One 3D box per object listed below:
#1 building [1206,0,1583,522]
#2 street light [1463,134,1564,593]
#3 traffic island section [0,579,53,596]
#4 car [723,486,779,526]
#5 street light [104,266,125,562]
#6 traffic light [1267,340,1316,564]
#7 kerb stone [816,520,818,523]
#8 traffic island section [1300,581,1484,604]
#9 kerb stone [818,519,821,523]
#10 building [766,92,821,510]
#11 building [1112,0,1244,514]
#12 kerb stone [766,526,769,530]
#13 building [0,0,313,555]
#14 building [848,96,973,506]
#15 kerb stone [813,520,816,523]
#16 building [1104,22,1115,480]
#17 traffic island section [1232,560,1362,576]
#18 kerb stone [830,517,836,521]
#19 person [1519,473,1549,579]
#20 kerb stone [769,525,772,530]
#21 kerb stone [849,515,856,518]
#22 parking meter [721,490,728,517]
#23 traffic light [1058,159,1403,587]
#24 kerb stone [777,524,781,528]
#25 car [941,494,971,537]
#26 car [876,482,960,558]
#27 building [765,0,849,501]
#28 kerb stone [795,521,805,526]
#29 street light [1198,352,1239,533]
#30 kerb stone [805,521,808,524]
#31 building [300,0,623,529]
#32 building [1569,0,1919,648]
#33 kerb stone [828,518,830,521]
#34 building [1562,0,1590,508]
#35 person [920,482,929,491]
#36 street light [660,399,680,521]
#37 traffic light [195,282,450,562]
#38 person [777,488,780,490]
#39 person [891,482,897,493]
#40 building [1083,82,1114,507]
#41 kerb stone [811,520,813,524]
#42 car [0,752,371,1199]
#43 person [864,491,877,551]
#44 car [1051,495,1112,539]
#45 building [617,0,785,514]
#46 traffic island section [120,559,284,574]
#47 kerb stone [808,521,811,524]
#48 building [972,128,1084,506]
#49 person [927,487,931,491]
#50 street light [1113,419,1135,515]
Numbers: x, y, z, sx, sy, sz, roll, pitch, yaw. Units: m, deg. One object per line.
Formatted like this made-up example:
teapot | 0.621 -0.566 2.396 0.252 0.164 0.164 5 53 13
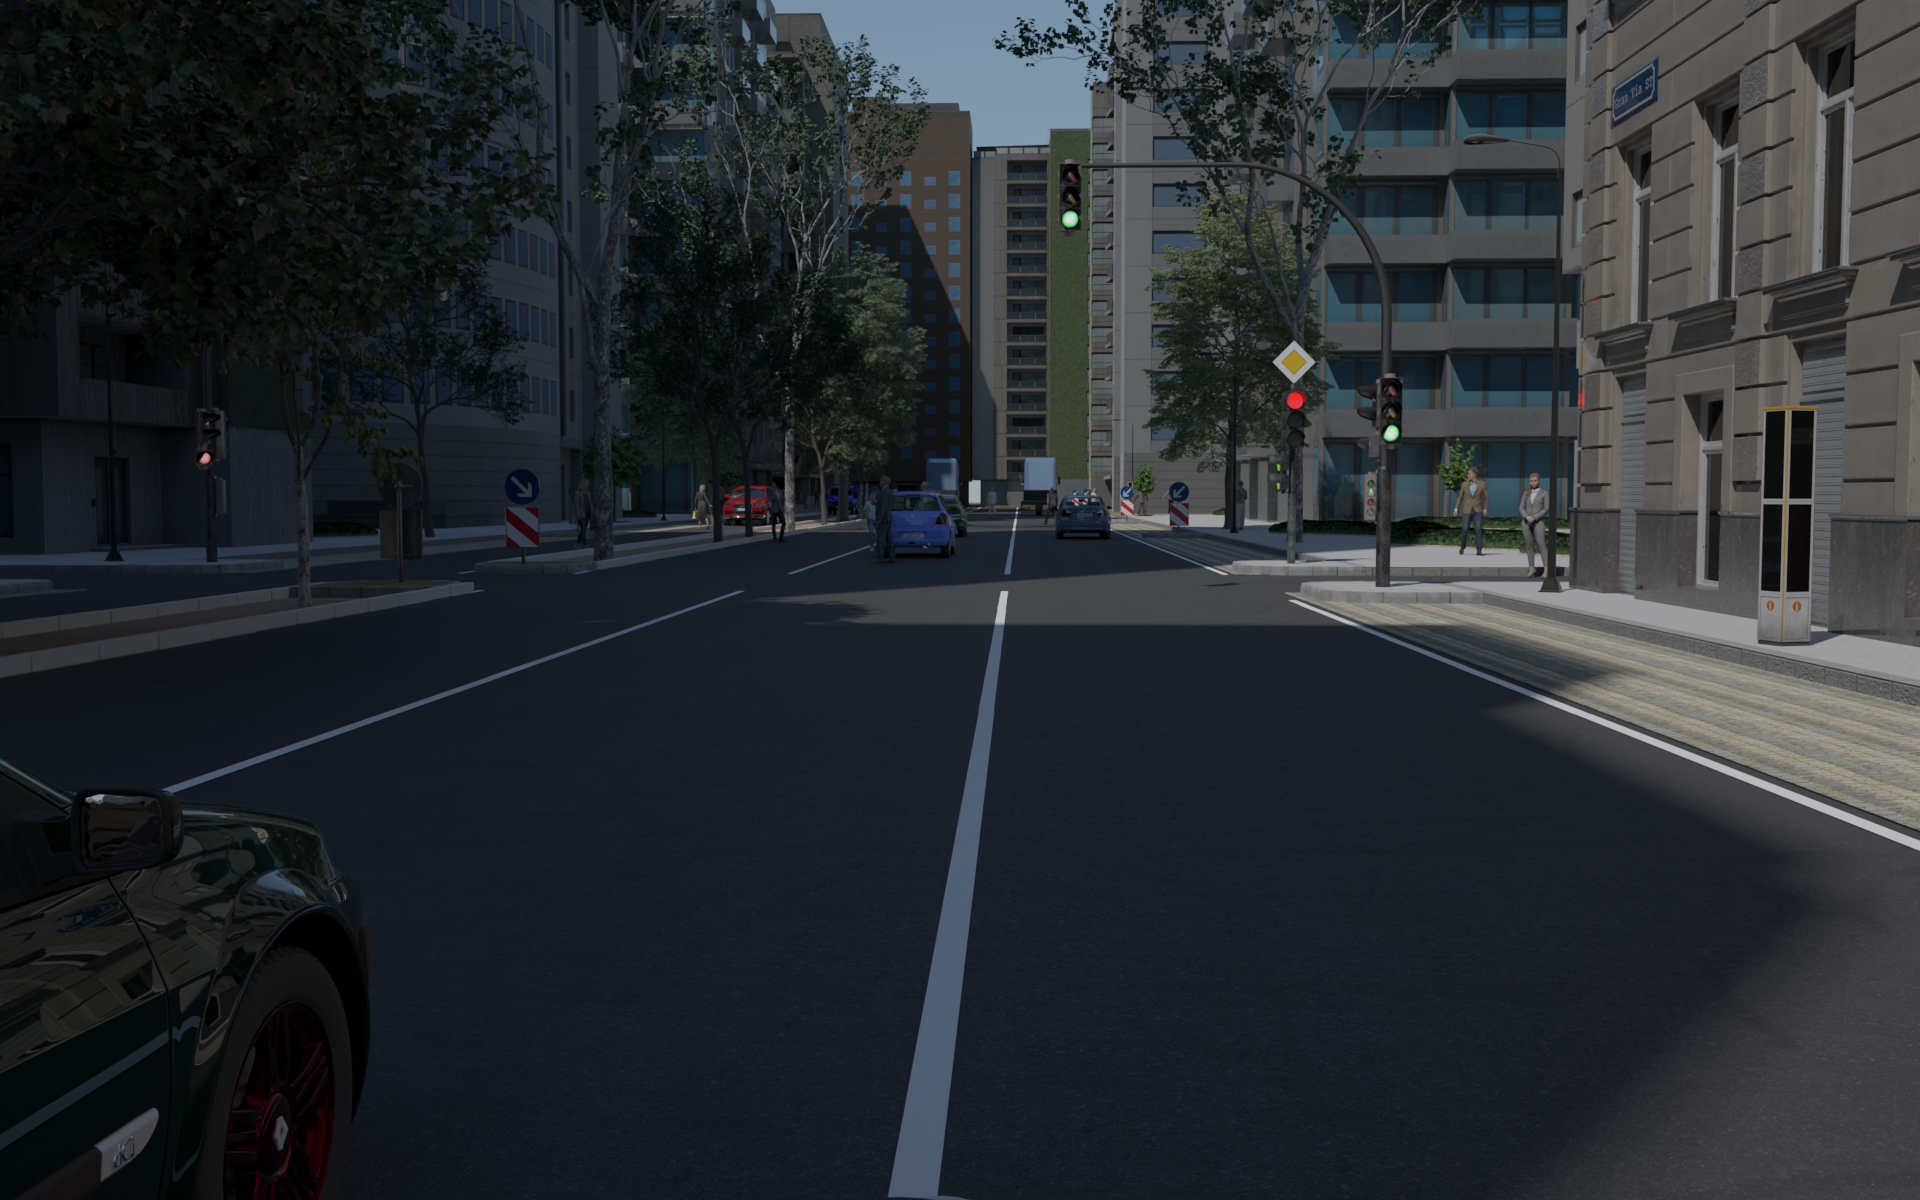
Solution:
building | 24.717 -28.298 82.289 23.786 49.044 30.456 0 4 2
street light | 7.200 -3.057 22.521 1.470 5.913 1.316 0 4 2
traffic island section | -14.379 -0.144 24.632 2.009 0.180 2.903 0 4 2
car | -9.598 -4.356 79.889 2.281 1.827 5.304 0 4 2
street light | -15.583 -3.686 32.814 1.470 5.913 1.316 0 4 2
traffic light | 6.086 -2.623 31.800 0.839 4.253 0.868 0 4 2
kerb stone | -7.173 -3.819 84.677 0.120 0.150 1.000 0 4 2
traffic island section | 5.850 -0.101 23.932 2.009 0.180 2.903 0 4 2
kerb stone | -7.136 -3.883 85.699 0.120 0.150 1.000 0 4 2
building | -28.528 -28.030 150.176 32.217 40.220 23.993 0 4 2
building | 21.620 -35.638 124.674 21.231 58.520 28.212 0 4 2
kerb stone | -7.744 -2.815 68.294 0.120 0.150 1.000 0 4 2
building | -24.545 -16.335 38.780 14.160 30.474 14.107 0 4 2
building | -5.767 -33.541 198.510 14.200 45.320 14.600 0 4 2
kerb stone | -7.203 -3.759 83.655 0.120 0.150 1.000 0 4 2
building | 24.268 -30.515 153.544 22.147 44.769 28.867 0 4 2
traffic island section | 6.125 -0.589 31.913 2.009 0.180 2.903 0 4 2
kerb stone | -6.893 -4.322 92.864 0.120 0.150 1.000 0 4 2
person | 9.794 -1.270 29.545 0.520 1.790 0.573 1 4 23
kerb stone | -7.694 -2.880 69.315 0.120 0.150 1.000 0 4 2
kerb stone | -6.490 -5.011 104.124 0.120 0.150 1.000 0 4 2
parking meter | -13.317 -5.482 98.036 0.372 1.533 0.369 0 3 0
traffic light | 3.717 -3.002 23.750 4.771 5.953 1.251 0 4 2
kerb stone | -7.626 -3.006 71.364 0.120 0.150 1.000 0 4 2
car | -0.695 -2.912 59.416 2.131 1.459 4.920 0 4 1
car | -0.994 -1.878 40.289 1.945 1.707 3.694 0 4 2
building | -22.676 -33.615 173.311 21.600 48.544 21.300 0 4 2
kerb stone | -7.345 -3.504 79.563 0.120 0.150 1.000 0 4 2
street light | 8.446 -5.142 56.608 1.470 5.913 1.316 0 4 2
kerb stone | -7.307 -3.570 80.588 0.120 0.150 1.000 0 4 2
building | -28.377 -32.539 74.018 21.231 58.520 28.212 0 4 2
building | 13.551 -13.048 10.595 12.463 27.353 25.104 0 4 2
kerb stone | -6.994 -4.135 89.796 0.120 0.150 1.000 0 4 2
building | 32.666 -27.765 43.192 27.495 52.752 28.713 0 4 2
person | -0.895 -2.327 47.026 0.515 1.767 0.782 0 4 5
street light | -13.750 -6.780 83.392 1.470 5.913 1.316 0 4 2
traffic light | -11.971 -3.533 32.440 4.771 5.953 1.251 0 4 2
person | -11.167 -6.027 106.893 0.661 1.843 0.795 -3 5 -42
person | -1.988 -2.749 53.621 0.511 1.800 0.466 0 4 1
building | 20.095 -30.070 175.245 14.154 41.232 14.086 0 4 2
kerb stone | -7.238 -3.697 82.634 0.120 0.150 1.000 0 4 2
car | -2.053 0.488 1.801 2.009 1.686 4.222 0 4 2
person | -2.137 -1.981 43.483 0.523 1.515 0.503 3 4 38
car | 3.996 -2.728 56.604 2.014 1.417 4.499 0 4 2
building | -25.112 -30.764 122.599 23.786 49.044 30.456 0 4 2
traffic island section | -14.104 -0.632 32.613 2.009 0.180 2.903 0 4 2
kerb stone | -7.273 -3.634 81.612 0.120 0.150 1.000 0 4 2
building | 8.371 -31.403 197.036 14.086 41.232 14.154 0 4 2
person | -1.741 -5.108 91.983 0.822 1.834 0.622 3 5 41
street light | 10.103 -8.215 106.853 1.470 5.913 1.316 0 4 2
